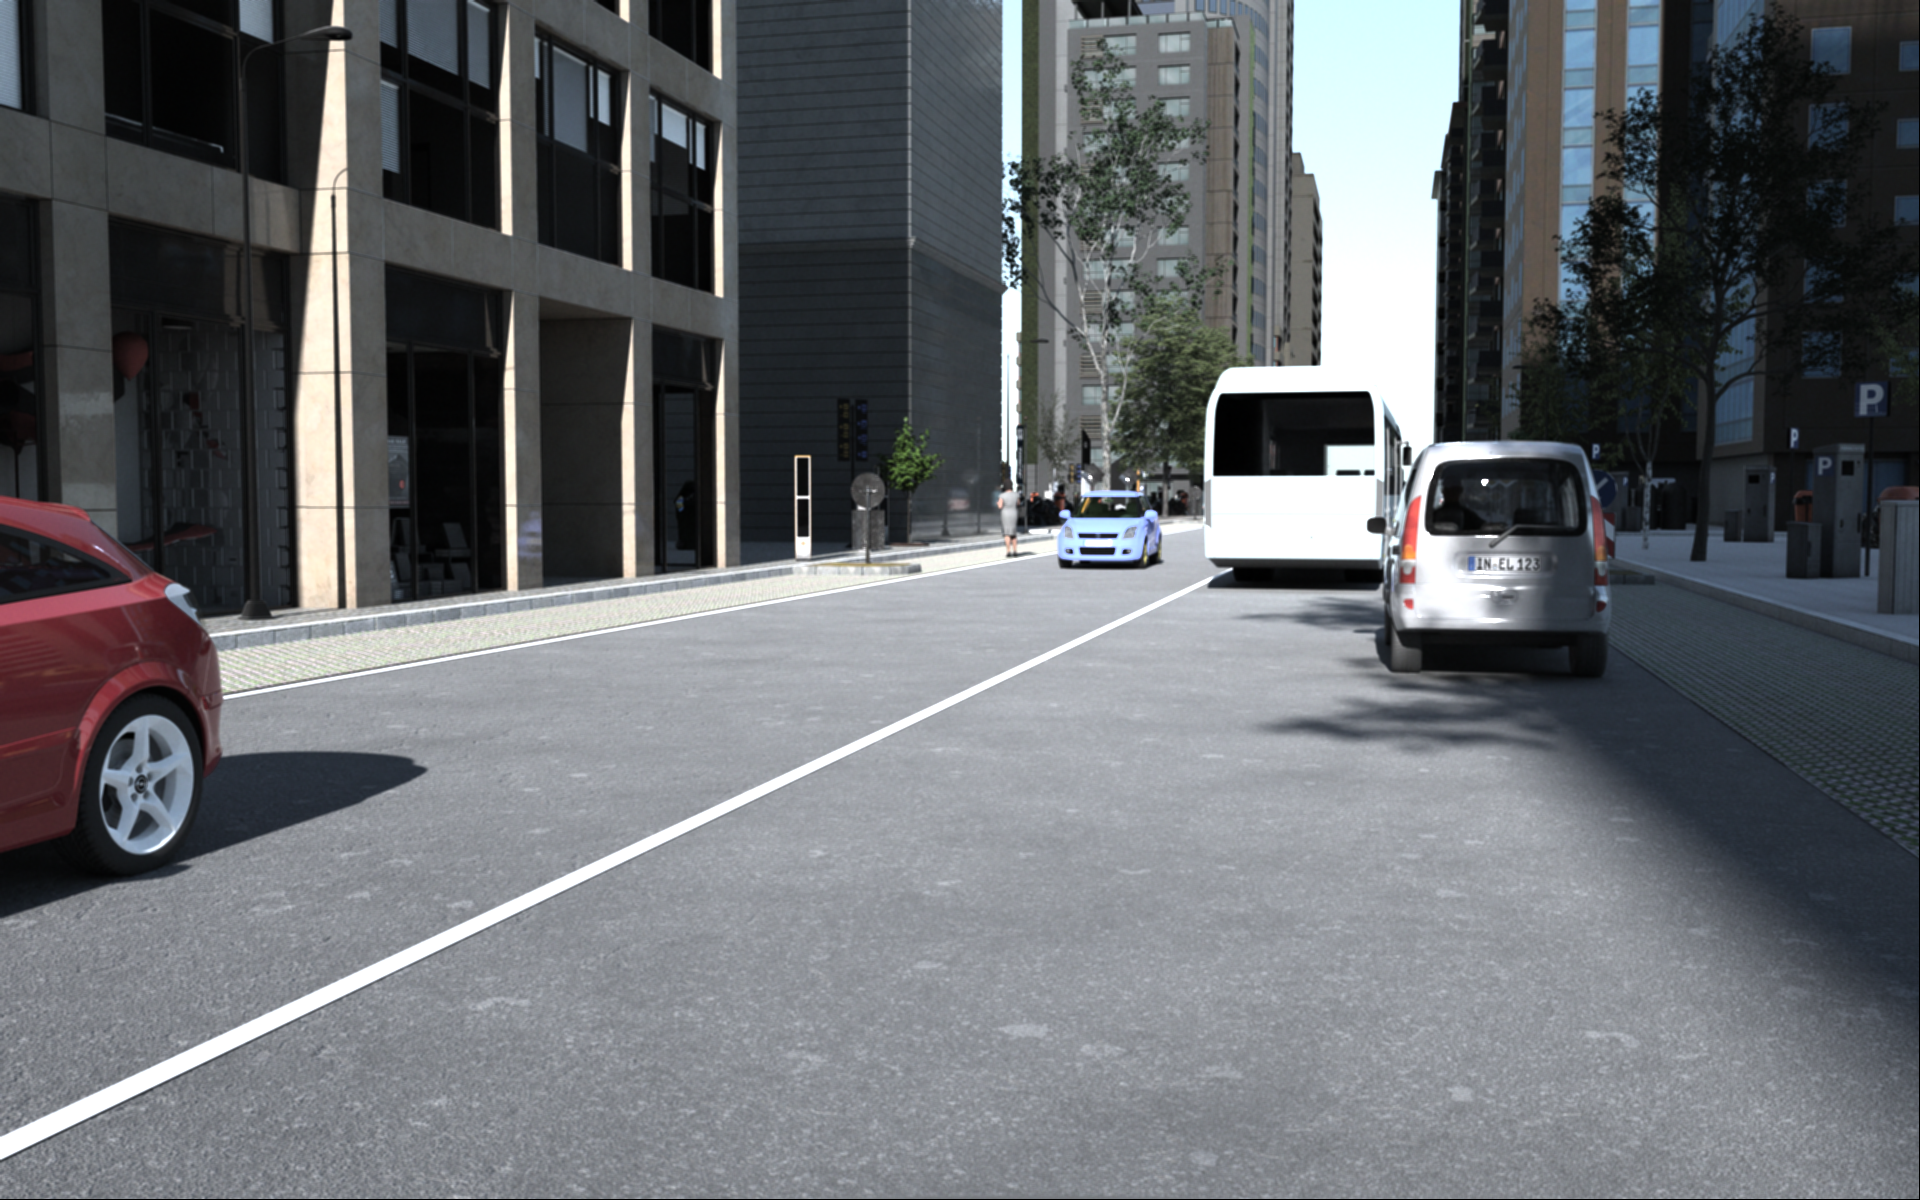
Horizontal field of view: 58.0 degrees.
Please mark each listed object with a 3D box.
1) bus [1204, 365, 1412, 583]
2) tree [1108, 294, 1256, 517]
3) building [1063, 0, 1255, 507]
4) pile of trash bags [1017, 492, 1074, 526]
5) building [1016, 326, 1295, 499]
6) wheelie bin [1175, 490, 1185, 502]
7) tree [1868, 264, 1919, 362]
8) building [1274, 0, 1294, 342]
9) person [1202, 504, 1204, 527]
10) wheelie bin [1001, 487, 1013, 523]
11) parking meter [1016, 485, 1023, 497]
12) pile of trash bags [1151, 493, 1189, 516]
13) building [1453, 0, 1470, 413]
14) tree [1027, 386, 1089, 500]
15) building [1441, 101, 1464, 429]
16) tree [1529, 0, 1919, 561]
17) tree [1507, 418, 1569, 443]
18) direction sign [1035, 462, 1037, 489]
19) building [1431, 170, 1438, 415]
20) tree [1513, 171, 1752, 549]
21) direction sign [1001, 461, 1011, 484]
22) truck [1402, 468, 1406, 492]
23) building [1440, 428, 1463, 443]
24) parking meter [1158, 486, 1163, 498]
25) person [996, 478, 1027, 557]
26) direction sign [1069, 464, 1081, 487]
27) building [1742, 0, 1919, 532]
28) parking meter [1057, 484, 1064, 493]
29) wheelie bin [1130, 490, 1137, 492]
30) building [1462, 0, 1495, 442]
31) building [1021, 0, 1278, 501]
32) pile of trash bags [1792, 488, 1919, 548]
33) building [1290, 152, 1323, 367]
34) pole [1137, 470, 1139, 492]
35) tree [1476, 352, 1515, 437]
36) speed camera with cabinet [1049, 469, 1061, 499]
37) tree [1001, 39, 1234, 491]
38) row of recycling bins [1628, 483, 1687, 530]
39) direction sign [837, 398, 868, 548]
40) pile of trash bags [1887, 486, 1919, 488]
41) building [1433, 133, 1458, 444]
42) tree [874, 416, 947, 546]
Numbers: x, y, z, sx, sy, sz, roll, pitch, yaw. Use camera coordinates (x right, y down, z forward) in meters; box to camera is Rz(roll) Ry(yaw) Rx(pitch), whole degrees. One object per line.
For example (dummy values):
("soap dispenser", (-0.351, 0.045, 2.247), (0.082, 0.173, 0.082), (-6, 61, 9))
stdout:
("bus", (6.570, -2.233, 31.371), (2.948, 3.499, 13.247), (1, 4, 15))
("tree", (12.125, -11.019, 98.291), (7.486, 12.596, 7.792), (0, 3, 0))
("building", (16.878, -28.226, 145.085), (14.154, 41.232, 14.086), (1, 4, 14))
("pile of trash bags", (3.395, -3.768, 71.352), (1.912, 1.369, 3.447), (2, 4, 31))
("building", (22.842, -21.425, 195.337), (27.650, 21.520, 28.899), (1, 4, 14))
("wheelie bin", (17.577, -7.930, 137.561), (0.980, 1.594, 0.693), (-2, 4, -30))
("tree", (25.782, -5.762, 44.564), (4.737, 8.622, 4.395), (0, 3, 0))
("building", (35.481, -48.374, 229.166), (20.563, 71.187, 20.611), (1, 4, 14))
("person", (10.693, -4.025, 74.174), (0.638, 1.841, 0.748), (-2, 4, -32))
("wheelie bin", (2.035, -4.263, 77.606), (0.980, 1.594, 0.693), (1, 4, 10))
("parking meter", (3.696, -6.235, 107.645), (0.399, 1.863, 0.255), (-1, 4, -13))
("pile of trash bags", (12.656, -5.699, 102.924), (1.912, 1.369, 3.447), (2, 4, 34))
("building", (71.709, -47.821, 220.117), (20.563, 71.187, 20.611), (1, 4, 14))
("tree", (6.413, -10.291, 118.617), (4.360, 8.622, 3.978), (0, 3, 0))
("building", (64.392, -32.681, 188.963), (22.147, 44.769, 28.867), (1, 4, 14))
("tree", (14.476, -6.015, 32.761), (7.601, 10.594, 8.767), (1, 4, 18))
("tree", (24.585, -5.507, 73.748), (4.285, 4.588, 4.351), (0, 3, 0))
("direction sign", (5.411, -8.028, 123.253), (0.379, 3.537, 0.876), (0, 4, 6))
("building", (88.093, -41.614, 269.630), (28.713, 52.752, 27.495), (1, 4, 14))
("tree", (16.134, -5.505, 40.369), (4.737, 8.622, 4.395), (0, 3, 0))
("direction sign", (3.104, -7.748, 118.676), (0.379, 3.537, 0.876), (2, 4, 33))
("truck", (42.859, -11.093, 171.123), (2.967, 4.110, 18.799), (1, 4, 12))
("building", (56.534, -51.736, 158.548), (22.319, 86.520, 31.000), (1, 4, 14))
("parking meter", (14.673, -7.399, 126.687), (0.399, 1.863, 0.255), (1, 4, 18))
("person", (1.161, -1.848, 39.076), (0.716, 1.782, 0.532), (-1, 4, -20))
("direction sign", (8.628, -8.434, 129.885), (0.876, 3.537, 0.379), (0, 4, 7))
("building", (35.796, -25.222, 62.490), (14.200, 45.320, 14.600), (1, 4, 14))
("parking meter", (6.038, -5.998, 103.774), (0.399, 1.863, 0.255), (-1, 4, -22))
("wheelie bin", (12.390, -7.075, 123.579), (0.980, 1.594, 0.693), (2, 4, 35))
("building", (47.483, -27.781, 137.816), (14.154, 41.232, 14.086), (1, 4, 14))
("building", (18.655, -38.158, 165.876), (21.231, 58.520, 28.212), (1, 4, 14))
("pile of trash bags", (21.789, -1.936, 41.408), (3.447, 1.369, 1.912), (1, 4, 23))
("building", (40.492, -38.325, 250.321), (21.300, 48.544, 21.600), (1, 4, 14))
("pole", (12.232, -7.659, 119.069), (0.158, 3.312, 0.155), (0, 3, 0))
("tree", (23.425, -7.214, 68.305), (4.737, 8.622, 4.395), (0, 3, 0))
("speed camera with cabinet", (7.043, -8.158, 127.716), (0.660, 3.252, 2.038), (1, 4, 13))
("tree", (5.515, -13.409, 75.133), (12.611, 20.169, 13.585), (0, 3, 0))
("row of recycling bins", (24.401, -3.402, 62.731), (3.534, 1.692, 1.069), (1, 4, 21))
("direction sign", (-2.558, -3.017, 41.327), (0.876, 3.537, 0.379), (-3, 5, -41))
("pile of trash bags", (11.897, -0.647, 20.329), (3.447, 1.369, 1.912), (-2, 4, -31))
("building", (82.222, -39.974, 242.808), (28.713, 52.752, 27.495), (1, 4, 14))
("tree", (-1.398, -2.963, 43.046), (1.663, 3.219, 1.824), (0, 3, 0))
